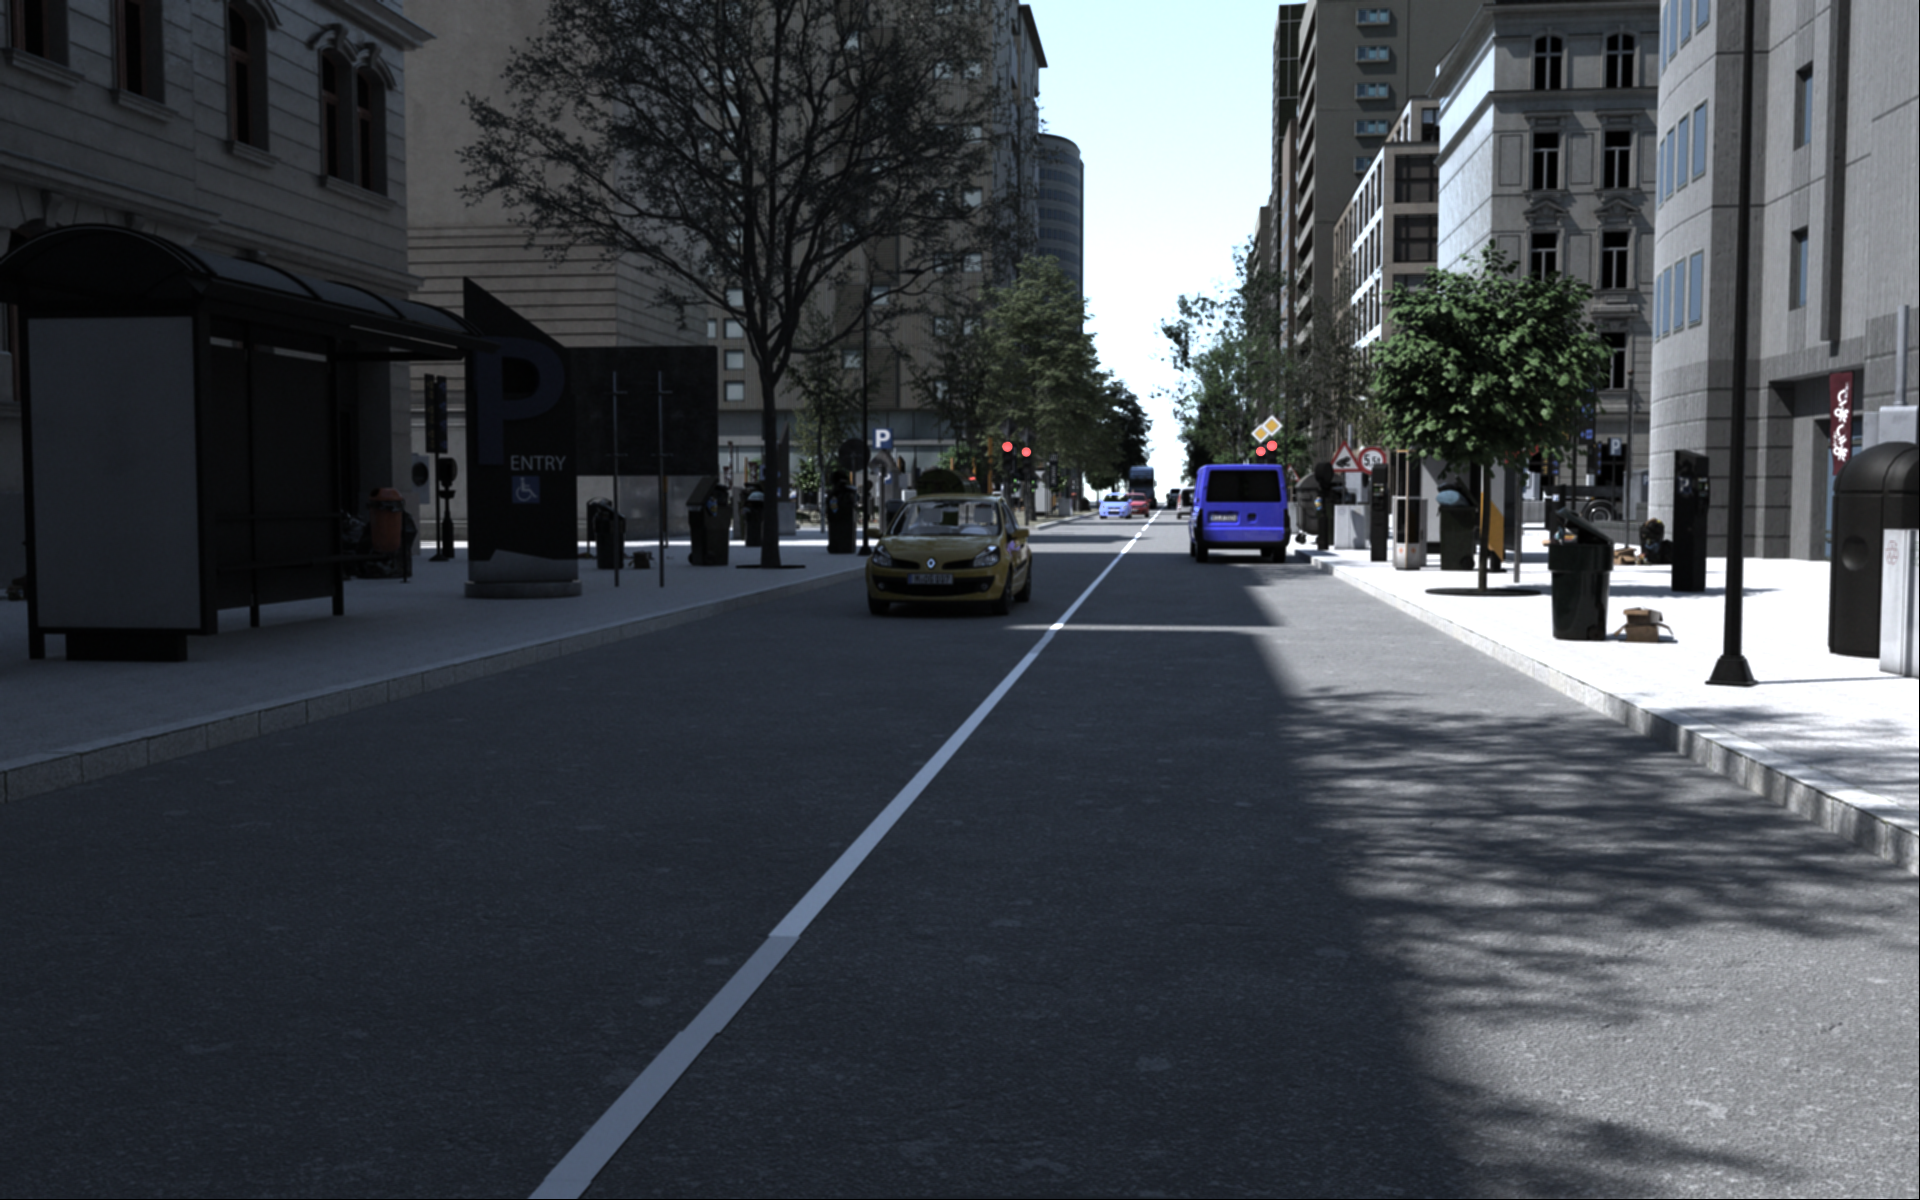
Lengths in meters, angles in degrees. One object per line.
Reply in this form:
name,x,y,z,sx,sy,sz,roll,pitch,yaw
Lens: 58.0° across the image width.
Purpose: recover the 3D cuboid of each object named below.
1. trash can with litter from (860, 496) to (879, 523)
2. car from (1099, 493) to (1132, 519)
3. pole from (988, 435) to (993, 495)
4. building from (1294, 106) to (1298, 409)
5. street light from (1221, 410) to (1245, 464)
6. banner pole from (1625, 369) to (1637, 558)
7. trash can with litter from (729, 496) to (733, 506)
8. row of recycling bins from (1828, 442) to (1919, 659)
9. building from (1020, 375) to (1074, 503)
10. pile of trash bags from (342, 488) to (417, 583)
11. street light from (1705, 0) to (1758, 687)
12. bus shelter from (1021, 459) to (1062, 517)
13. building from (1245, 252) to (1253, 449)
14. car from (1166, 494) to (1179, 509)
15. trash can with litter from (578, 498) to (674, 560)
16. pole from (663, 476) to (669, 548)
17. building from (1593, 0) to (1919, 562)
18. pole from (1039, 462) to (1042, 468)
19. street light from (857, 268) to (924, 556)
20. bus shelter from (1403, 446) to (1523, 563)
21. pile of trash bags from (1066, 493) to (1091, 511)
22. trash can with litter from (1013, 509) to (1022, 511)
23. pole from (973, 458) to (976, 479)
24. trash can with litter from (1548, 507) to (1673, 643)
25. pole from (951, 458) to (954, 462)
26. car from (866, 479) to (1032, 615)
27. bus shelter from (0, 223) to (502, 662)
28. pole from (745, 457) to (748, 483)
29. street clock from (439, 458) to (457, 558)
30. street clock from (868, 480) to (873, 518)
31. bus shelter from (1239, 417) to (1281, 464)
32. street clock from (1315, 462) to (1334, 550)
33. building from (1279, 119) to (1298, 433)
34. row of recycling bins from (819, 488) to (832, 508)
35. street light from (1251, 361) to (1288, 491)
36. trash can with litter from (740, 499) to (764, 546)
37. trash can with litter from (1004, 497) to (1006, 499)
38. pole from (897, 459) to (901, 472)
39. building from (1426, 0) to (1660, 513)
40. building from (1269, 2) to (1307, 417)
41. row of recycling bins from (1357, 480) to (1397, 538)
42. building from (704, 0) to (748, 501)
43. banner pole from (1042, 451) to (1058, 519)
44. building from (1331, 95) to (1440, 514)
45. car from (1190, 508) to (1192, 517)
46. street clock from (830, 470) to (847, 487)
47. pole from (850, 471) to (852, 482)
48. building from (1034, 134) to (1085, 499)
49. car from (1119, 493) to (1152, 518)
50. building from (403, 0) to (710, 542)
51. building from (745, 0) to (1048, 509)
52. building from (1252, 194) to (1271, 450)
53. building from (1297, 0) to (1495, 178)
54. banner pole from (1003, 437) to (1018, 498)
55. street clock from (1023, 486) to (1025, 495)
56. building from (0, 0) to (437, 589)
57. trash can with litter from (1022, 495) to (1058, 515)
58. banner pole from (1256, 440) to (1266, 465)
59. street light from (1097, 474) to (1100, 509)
trash can with litter,-4.094,-4.505,84.717,1.678,1.210,2.233,2,4,28
car,9.046,-5.557,100.455,1.945,1.707,3.694,1,4,9
pole,1.052,-4.062,60.254,0.158,3.312,0.155,0,3,0
building,46.430,-34.204,178.838,23.786,49.044,30.456,0,4,7
street light,15.133,-7.534,95.721,1.470,5.913,1.316,0,4,7
banner pole,13.530,-2.750,34.973,0.401,3.779,0.863,2,4,28
trash can with litter,-16.318,-7.122,127.496,2.233,1.210,1.678,-2,4,-30
row of recycling bins,8.753,-0.395,13.570,3.534,1.692,1.069,0,4,5
building,2.042,-24.957,253.079,27.650,21.520,28.899,0,4,7
pile of trash bags,-9.093,-0.995,26.026,1.912,1.369,3.447,-3,4,-38
street light,4.675,-2.388,11.591,1.470,5.913,1.316,0,4,7
bus shelter,4.764,-6.566,101.279,2.014,3.302,5.546,0,4,7
building,55.233,-37.229,292.294,14.154,41.232,14.086,0,4,7
car,21.333,-9.683,170.113,2.131,1.459,4.920,1,4,9
trash can with litter,-6.788,-1.413,34.168,2.233,1.210,1.678,1,4,13
pole,-7.014,-2.886,41.025,0.158,3.312,0.155,0,3,0
building,25.634,-30.081,33.832,21.231,58.520,28.212,0,4,7
pole,4.963,-6.894,106.566,0.158,3.312,0.155,0,3,0
street light,-1.430,-3.873,35.863,1.470,5.913,1.316,0,4,7
bus shelter,9.920,-2.478,34.432,2.014,3.302,5.546,0,4,7
pile of trash bags,8.950,-7.549,133.173,1.912,1.369,3.447,0,4,-5
trash can with litter,4.647,-7.232,129.301,2.233,1.210,1.678,2,4,30
pole,0.808,-6.333,97.385,0.158,3.312,0.155,0,3,0
trash can with litter,5.719,-0.236,15.238,1.055,1.170,0.624,2,4,23
pole,-0.416,-6.307,96.958,0.158,3.312,0.155,0,3,0
car,-0.082,-0.708,21.804,2.015,1.641,3.980,0,4,8
bus shelter,-6.177,-1.334,15.728,2.014,3.302,5.546,0,4,7
pole,-11.887,-6.266,96.287,0.158,3.312,0.155,0,3,0
street clock,-10.255,-1.839,34.634,0.358,2.002,0.471,1,4,11
street clock,-4.778,-5.226,90.010,0.471,2.002,0.358,-3,4,-36
bus shelter,15.327,-6.743,87.882,2.179,5.291,8.768,0,4,7
street clock,8.303,-2.139,39.542,0.358,2.002,0.471,3,5,42
building,44.785,-33.746,201.862,14.600,45.320,14.200,0,4,7
row of recycling bins,-10.001,-7.420,128.433,1.069,1.692,3.534,-1,4,-8
street light,10.815,-5.373,60.382,1.470,5.913,1.316,0,4,7
trash can with litter,-5.119,-1.903,42.504,0.624,1.170,1.055,-1,4,-11
trash can with litter,1.500,-3.699,71.869,1.055,1.170,0.624,1,4,11
pole,-3.502,-6.466,99.554,0.158,3.312,0.155,0,3,0
building,45.574,-18.641,81.203,44.131,29.872,17.030,0,4,7
building,53.892,-49.793,252.374,20.563,71.187,20.611,0,4,7
row of recycling bins,12.128,-2.724,51.643,1.069,1.692,3.534,0,4,4
building,-8.982,-35.000,161.483,28.713,52.752,27.495,0,4,7
banner pole,4.696,-6.107,89.868,0.863,3.779,0.401,0,4,-6
building,38.104,-19.573,124.537,19.350,26.468,34.151,0,4,7
car,11.960,-4.320,83.214,1.945,1.354,3.894,1,4,9
street clock,-3.690,-2.942,52.673,0.471,2.002,0.358,-2,4,-26
pole,-8.217,-8.409,131.333,0.158,3.312,0.155,0,3,0
building,8.732,-45.128,279.843,21.231,58.520,28.212,0,4,7
car,10.724,-5.956,106.428,2.155,1.783,4.494,0,4,7
building,-17.403,-12.387,51.680,18.267,20.994,9.793,0,4,7
building,-5.628,-36.666,188.722,28.713,52.752,27.495,0,4,7
building,57.501,-39.764,273.845,21.300,48.544,21.600,0,4,7
building,41.338,-32.392,153.305,21.300,48.544,21.600,0,4,7
banner pole,2.163,-5.290,76.515,0.863,3.779,0.401,-2,4,-26
street clock,5.507,-8.571,144.701,0.358,2.002,0.471,-3,5,-39
building,-18.844,-14.544,25.181,14.401,28.519,23.554,0,4,7
trash can with litter,5.300,-5.911,107.700,2.233,1.210,1.678,1,4,14
banner pole,12.668,-5.060,72.750,0.863,3.779,0.401,0,4,-7
street light,12.287,-10.633,146.394,1.470,5.913,1.316,0,4,7
